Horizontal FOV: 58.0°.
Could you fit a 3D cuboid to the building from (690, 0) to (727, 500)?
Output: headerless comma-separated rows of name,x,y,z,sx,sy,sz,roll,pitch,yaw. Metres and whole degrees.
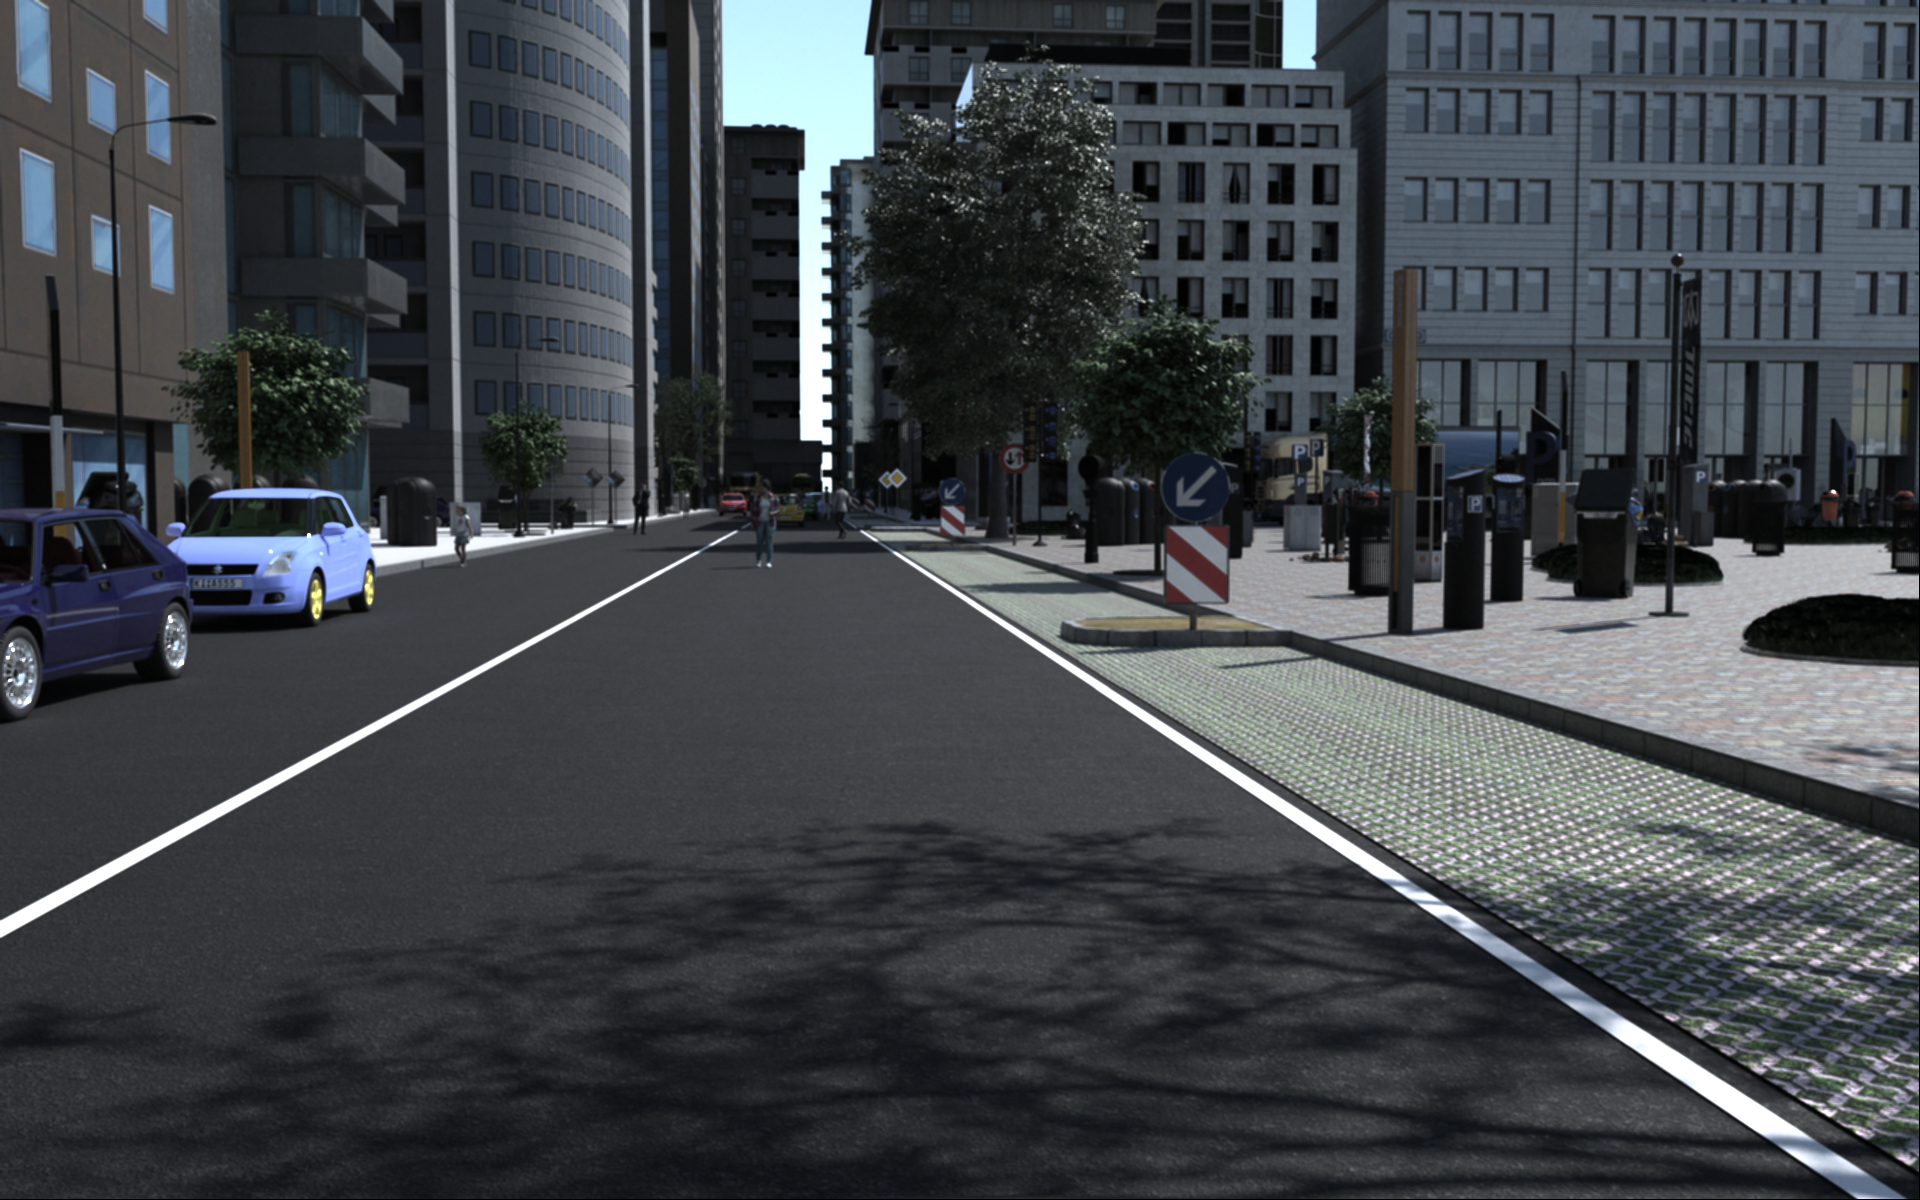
building,-39.448,-47.255,210.863,20.611,71.187,20.563,0,4,-5

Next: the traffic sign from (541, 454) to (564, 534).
traffic sign,-13.105,-3.395,55.611,0.768,2.556,0.104,0,4,-3

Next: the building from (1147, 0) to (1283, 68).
building,35.307,-49.492,247.453,20.611,71.187,20.563,0,4,-5

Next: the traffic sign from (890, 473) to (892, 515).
traffic sign,-4.214,-6.450,105.559,0.768,2.556,0.104,0,4,-5

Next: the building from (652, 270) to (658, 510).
building,-36.541,-16.954,122.229,27.650,21.520,28.899,0,4,-5

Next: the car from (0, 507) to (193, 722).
car,-6.848,0.031,12.072,1.945,1.354,3.894,0,4,-3

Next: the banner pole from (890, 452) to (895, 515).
banner pole,-4.041,-6.946,103.580,0.401,3.779,0.863,1,4,15

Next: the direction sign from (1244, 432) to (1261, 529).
direction sign,10.623,-4.344,63.021,0.876,3.537,0.379,-3,5,-40

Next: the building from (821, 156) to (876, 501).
building,-4.373,-38.284,245.553,30.456,49.044,23.786,0,4,-5

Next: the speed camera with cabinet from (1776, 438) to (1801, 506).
speed camera with cabinet,28.707,-4.111,61.554,2.038,3.252,0.660,3,5,41

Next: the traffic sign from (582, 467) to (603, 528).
traffic sign,-13.861,-3.775,65.366,0.795,2.450,0.064,0,4,-5

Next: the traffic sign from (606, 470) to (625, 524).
traffic sign,-14.573,-4.262,73.319,0.795,2.450,0.064,0,4,-5

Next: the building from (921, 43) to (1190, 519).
building,4.570,-16.158,93.861,12.332,23.373,15.834,0,4,-5

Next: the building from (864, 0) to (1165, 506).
building,4.964,-36.150,180.283,28.713,52.752,27.495,0,4,-5

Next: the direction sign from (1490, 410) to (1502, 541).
direction sign,14.618,-3.368,47.057,0.379,3.537,0.876,1,4,11

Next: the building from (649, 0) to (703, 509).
building,-30.381,-30.810,153.857,14.600,45.320,14.200,0,4,-5

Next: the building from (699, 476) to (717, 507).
building,-41.011,-29.391,172.426,32.217,40.220,23.993,0,4,-5

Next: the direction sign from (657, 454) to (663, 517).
direction sign,-16.981,-6.481,97.965,0.379,3.537,0.876,0,4,-1

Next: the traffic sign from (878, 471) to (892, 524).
traffic sign,-3.122,-4.323,74.319,0.795,2.450,0.064,0,4,-5

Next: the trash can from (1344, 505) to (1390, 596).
trash can,5.250,-0.633,22.003,0.748,1.137,0.748,0,3,0

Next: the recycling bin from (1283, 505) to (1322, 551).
recycling bin,7.753,-1.632,39.236,0.722,1.027,0.722,0,4,-1

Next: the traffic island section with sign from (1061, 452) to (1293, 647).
traffic island section with sign,2.040,-0.514,17.038,1.989,1.847,2.006,0,4,-5

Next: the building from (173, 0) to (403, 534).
building,-32.553,-26.243,48.679,30.456,49.044,23.786,0,4,-5

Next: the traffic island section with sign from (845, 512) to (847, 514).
traffic island section with sign,-7.787,-7.231,126.856,1.989,1.847,2.006,0,4,-5

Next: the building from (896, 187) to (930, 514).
building,3.092,-16.634,113.761,13.314,21.916,24.055,0,4,-5

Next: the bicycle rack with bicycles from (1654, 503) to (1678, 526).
bicycle rack with bicycles,27.967,-3.209,65.857,2.852,0.926,2.925,0,4,2

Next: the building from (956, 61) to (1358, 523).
building,8.642,-13.830,80.868,16.860,20.320,10.420,0,4,-5

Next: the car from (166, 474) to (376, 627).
car,-7.893,-0.621,19.743,1.945,1.707,3.694,0,4,-6

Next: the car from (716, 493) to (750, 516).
car,-14.926,-6.413,113.896,2.155,1.783,4.494,0,4,-7

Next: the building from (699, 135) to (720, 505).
building,-34.211,-31.105,192.157,14.154,41.232,14.086,0,4,-5

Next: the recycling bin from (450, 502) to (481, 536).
recycling bin,-15.244,-2.497,53.388,0.722,1.027,0.722,-3,5,-41

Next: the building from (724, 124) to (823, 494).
building,-33.495,-40.156,245.789,27.495,52.752,28.713,0,4,-5

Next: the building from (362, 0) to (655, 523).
building,-27.169,-33.230,85.303,21.231,58.520,28.212,0,4,-5

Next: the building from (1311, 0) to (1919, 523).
building,32.943,-18.682,82.937,29.804,29.767,11.434,0,4,-5

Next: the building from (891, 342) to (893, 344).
building,1.627,-18.132,138.257,13.314,21.916,24.055,0,4,-5

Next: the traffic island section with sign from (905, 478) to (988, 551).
traffic island section with sign,-0.368,-2.156,43.886,1.989,1.847,2.006,0,4,-5

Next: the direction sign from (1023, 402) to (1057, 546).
direction sign,1.972,-3.102,42.719,0.876,3.537,0.379,-1,4,-20

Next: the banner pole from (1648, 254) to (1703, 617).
banner pole,7.486,-1.709,17.955,0.401,3.779,0.863,0,4,1

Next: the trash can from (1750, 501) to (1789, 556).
trash can,16.876,-1.498,36.138,0.748,1.137,0.748,0,3,0

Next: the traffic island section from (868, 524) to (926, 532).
traffic island section,-2.388,-2.701,66.445,2.009,0.180,2.903,0,4,-5

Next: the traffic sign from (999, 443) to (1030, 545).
traffic sign,1.361,-2.636,43.208,0.768,2.556,0.104,0,4,-3

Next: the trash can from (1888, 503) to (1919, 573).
trash can,15.513,-1.011,28.186,0.748,1.137,0.748,0,3,0

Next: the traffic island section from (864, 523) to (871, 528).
traffic island section,-3.099,-3.188,74.399,2.009,0.180,2.903,0,4,-5

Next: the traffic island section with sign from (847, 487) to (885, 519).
traffic island section with sign,-5.365,-5.574,99.757,1.989,1.847,2.006,0,4,-5

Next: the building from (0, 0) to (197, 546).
building,-21.717,-23.006,26.267,14.600,45.320,14.200,0,4,-5

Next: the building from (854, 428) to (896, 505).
building,-1.303,-54.760,208.003,22.319,86.520,31.000,0,4,-5

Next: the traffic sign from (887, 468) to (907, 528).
traffic sign,-2.411,-3.836,66.366,0.795,2.450,0.064,0,4,-5

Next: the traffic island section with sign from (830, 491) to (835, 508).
traffic island section with sign,-12.173,-10.222,175.750,1.989,1.847,2.006,0,4,-5

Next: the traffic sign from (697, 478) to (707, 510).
traffic sign,-20.334,-8.353,136.682,0.768,2.556,0.104,0,4,-4
